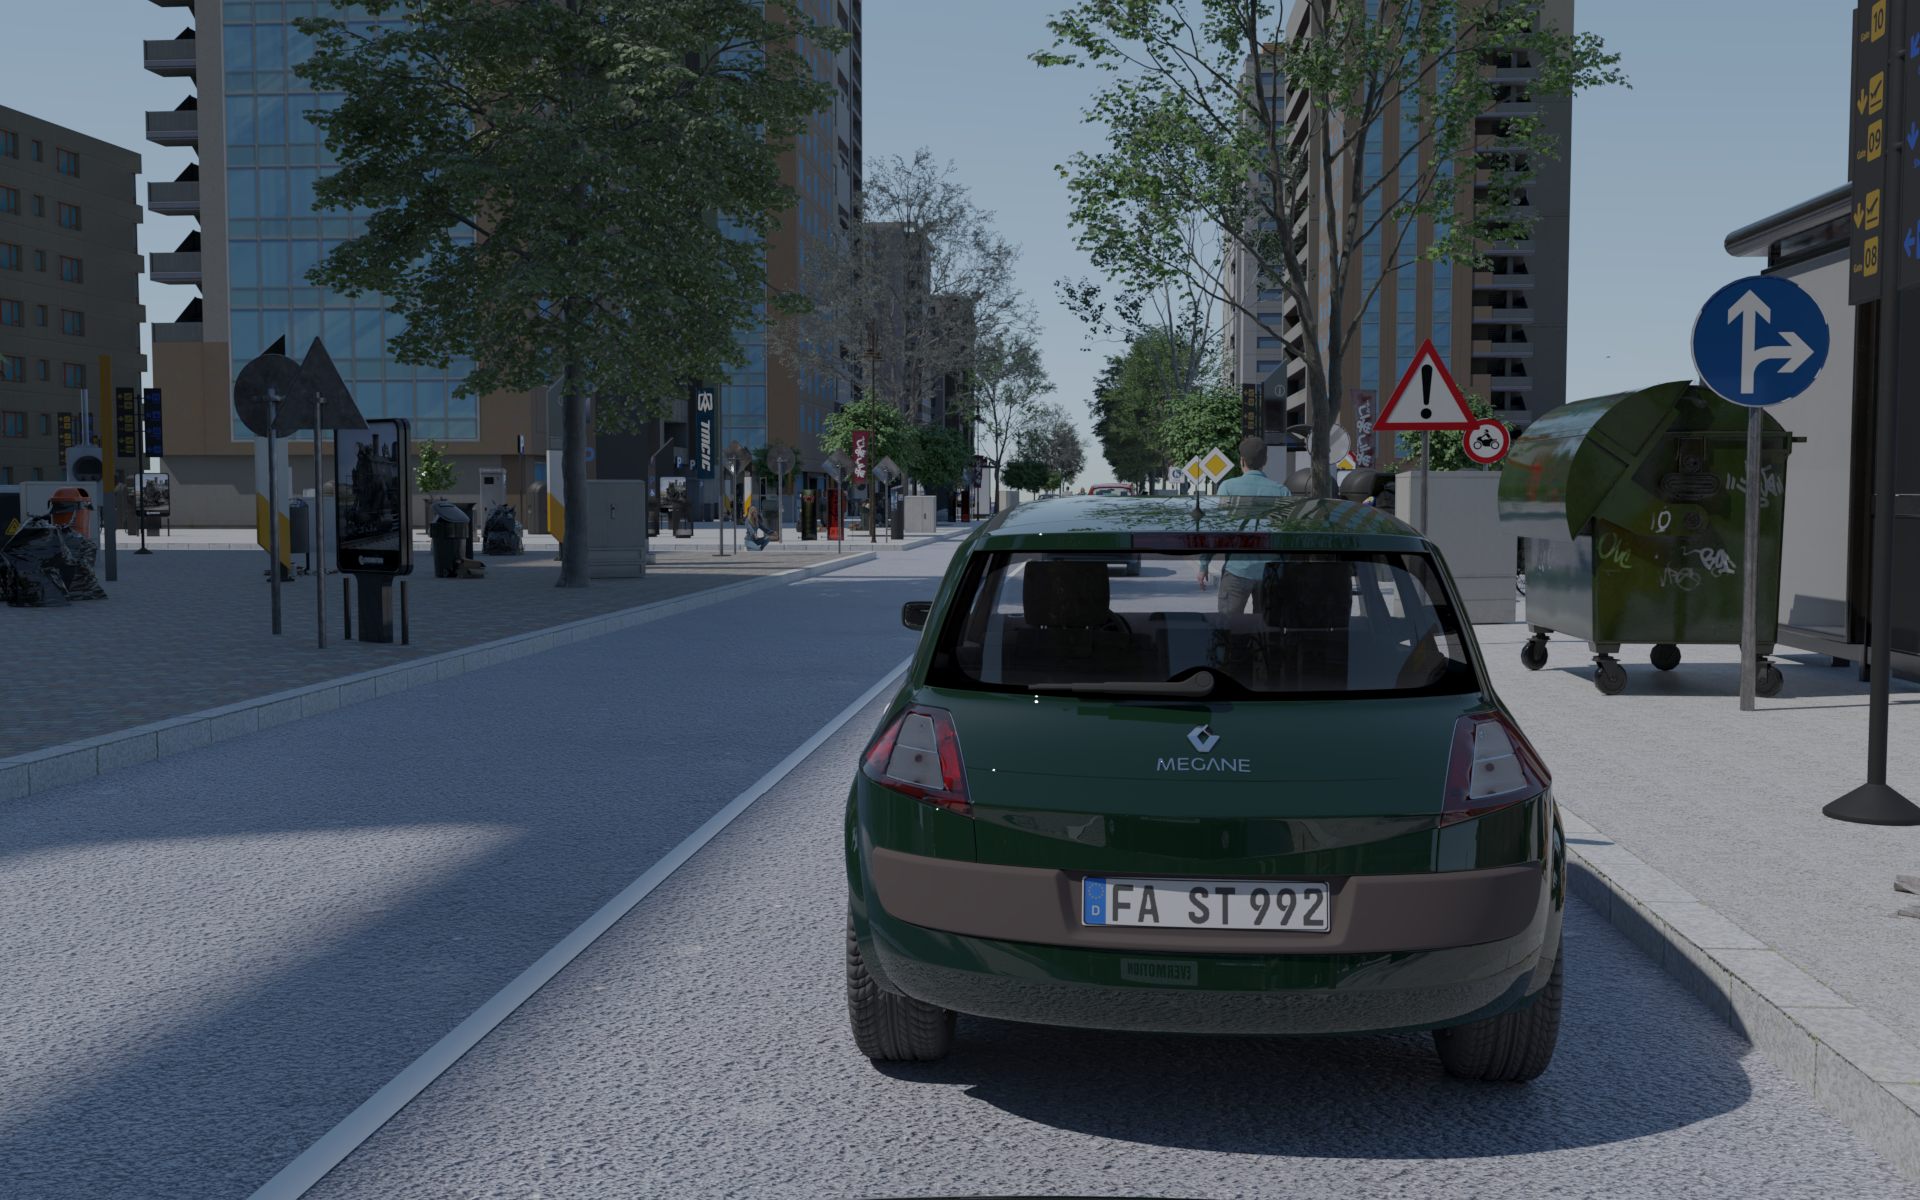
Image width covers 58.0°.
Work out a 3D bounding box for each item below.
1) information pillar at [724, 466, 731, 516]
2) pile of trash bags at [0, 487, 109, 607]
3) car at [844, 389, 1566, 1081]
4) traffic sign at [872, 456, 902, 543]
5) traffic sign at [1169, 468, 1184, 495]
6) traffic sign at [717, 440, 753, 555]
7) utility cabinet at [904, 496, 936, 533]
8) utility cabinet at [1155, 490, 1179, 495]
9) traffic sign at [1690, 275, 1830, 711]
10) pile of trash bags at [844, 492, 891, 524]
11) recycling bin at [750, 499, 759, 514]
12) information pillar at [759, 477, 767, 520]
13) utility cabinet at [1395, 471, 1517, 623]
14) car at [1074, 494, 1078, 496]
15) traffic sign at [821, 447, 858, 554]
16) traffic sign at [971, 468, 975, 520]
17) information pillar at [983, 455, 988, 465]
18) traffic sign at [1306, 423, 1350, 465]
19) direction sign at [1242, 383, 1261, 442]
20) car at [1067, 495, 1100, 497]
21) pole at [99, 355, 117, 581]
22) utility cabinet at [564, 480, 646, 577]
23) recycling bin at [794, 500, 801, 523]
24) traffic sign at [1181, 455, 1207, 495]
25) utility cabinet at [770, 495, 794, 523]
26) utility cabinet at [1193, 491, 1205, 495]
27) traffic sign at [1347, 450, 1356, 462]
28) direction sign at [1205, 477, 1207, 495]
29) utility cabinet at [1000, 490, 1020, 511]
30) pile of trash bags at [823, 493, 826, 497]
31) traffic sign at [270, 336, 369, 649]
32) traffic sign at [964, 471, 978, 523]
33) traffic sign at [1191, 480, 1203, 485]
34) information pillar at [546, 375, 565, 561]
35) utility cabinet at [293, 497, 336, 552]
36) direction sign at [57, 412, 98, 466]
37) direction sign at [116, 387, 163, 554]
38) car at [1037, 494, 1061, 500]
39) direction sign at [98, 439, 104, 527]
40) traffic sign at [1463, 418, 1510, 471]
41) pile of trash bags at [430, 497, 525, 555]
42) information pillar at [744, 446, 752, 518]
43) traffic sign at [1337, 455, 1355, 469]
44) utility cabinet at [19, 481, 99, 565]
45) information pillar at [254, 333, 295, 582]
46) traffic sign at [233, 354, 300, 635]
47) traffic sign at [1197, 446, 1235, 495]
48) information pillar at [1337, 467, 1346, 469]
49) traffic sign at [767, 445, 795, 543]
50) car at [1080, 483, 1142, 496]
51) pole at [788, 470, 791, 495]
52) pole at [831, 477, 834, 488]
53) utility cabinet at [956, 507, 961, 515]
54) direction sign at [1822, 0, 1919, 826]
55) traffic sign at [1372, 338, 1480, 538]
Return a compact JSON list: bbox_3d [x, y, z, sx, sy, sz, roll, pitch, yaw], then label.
[{"bbox_3d":[-13.642,-6.742,101.593,0.183,3.616,0.504,2,4,28],"label":"information pillar"},{"bbox_3d":[-11.296,-0.685,20.955,1.912,1.369,3.447,0,4,-8],"label":"pile of trash bags"},{"bbox_3d":[0.730,0.250,5.697,2.009,1.686,4.222,0,4,6],"label":"car"},{"bbox_3d":[-1.910,-2.537,45.129,0.795,2.450,0.064,0,4,5],"label":"traffic sign"},{"bbox_3d":[8.333,-3.942,66.586,0.606,2.300,0.079,1,4,11],"label":"traffic sign"},{"bbox_3d":[-4.765,-2.170,36.663,0.795,2.450,0.064,1,4,14],"label":"traffic sign"},{"bbox_3d":[-1.317,-2.829,57.408,1.020,1.237,0.306,1,4,13],"label":"utility cabinet"},{"bbox_3d":[10.071,-4.635,84.454,1.173,1.500,0.318,-2,4,-25],"label":"utility cabinet"},{"bbox_3d":[4.665,-0.616,10.186,0.768,2.556,0.104,1,4,8],"label":"traffic sign"},{"bbox_3d":[-3.771,-3.994,75.047,3.447,1.369,1.912,1,4,9],"label":"pile of trash bags"},{"bbox_3d":[-9.354,-4.185,80.981,0.722,1.027,0.722,1,4,10],"label":"recycling bin"},{"bbox_3d":[-8.635,-4.362,75.805,0.304,2.012,0.304,-1,4,-16],"label":"information pillar"},{"bbox_3d":[4.864,-0.509,17.009,1.173,1.500,0.318,-1,4,-15],"label":"utility cabinet"},{"bbox_3d":[14.755,-12.378,214.379,2.014,1.417,4.499,0,4,4],"label":"car"},{"bbox_3d":[-2.585,-2.051,37.173,0.795,2.450,0.064,0,4,5],"label":"traffic sign"},{"bbox_3d":[0.589,-5.258,86.081,0.768,2.556,0.104,0,4,5],"label":"traffic sign"},{"bbox_3d":[1.446,-6.936,104.762,0.504,3.616,0.183,0,4,8],"label":"information pillar"},{"bbox_3d":[6.507,-1.869,30.671,0.768,2.556,0.104,0,4,7],"label":"traffic sign"},{"bbox_3d":[6.127,-2.671,35.674,0.876,3.537,0.379,-2,4,-34],"label":"direction sign"},{"bbox_3d":[2.458,-1.213,31.835,2.014,1.417,4.499,0,4,6],"label":"car"},{"bbox_3d":[-12.556,-1.938,25.526,0.158,3.312,0.155,0,3,0],"label":"pole"},{"bbox_3d":[-5.418,-1.087,26.452,1.173,1.500,0.318,-1,4,-23],"label":"utility cabinet"},{"bbox_3d":[-7.377,-4.016,78.216,0.722,1.027,0.722,3,4,36],"label":"recycling bin"},{"bbox_3d":[6.054,-2.495,44.436,0.795,2.450,0.064,0,4,5],"label":"traffic sign"},{"bbox_3d":[-7.955,-4.056,77.478,1.020,1.237,0.306,1,4,13],"label":"utility cabinet"},{"bbox_3d":[16.150,-6.615,116.827,0.318,1.500,1.173,3,4,38],"label":"utility cabinet"},{"bbox_3d":[10.835,-2.990,48.991,0.768,2.556,0.104,1,4,9],"label":"traffic sign"},{"bbox_3d":[14.116,-6.395,96.560,0.379,3.537,0.876,-3,5,-40],"label":"direction sign"},{"bbox_3d":[3.297,-6.314,111.912,1.173,1.500,0.318,-2,4,-35],"label":"utility cabinet"},{"bbox_3d":[-7.087,-5.448,98.825,1.912,1.369,3.447,1,4,10],"label":"pile of trash bags"},{"bbox_3d":[-5.298,-0.875,14.315,0.884,2.594,0.081,1,4,10],"label":"traffic sign"},{"bbox_3d":[0.439,-4.643,77.101,0.795,2.450,0.064,0,4,7],"label":"traffic sign"},{"bbox_3d":[13.060,-5.845,95.679,0.768,2.556,0.104,0,4,8],"label":"traffic sign"},{"bbox_3d":[-7.662,-2.554,33.115,0.183,3.616,0.504,3,5,42],"label":"information pillar"},{"bbox_3d":[-14.339,-1.685,38.708,1.020,1.237,0.306,-3,5,-40],"label":"utility cabinet"},{"bbox_3d":[-24.493,-3.428,48.045,0.876,3.537,0.379,-1,4,-21],"label":"direction sign"},{"bbox_3d":[-17.466,-2.748,36.934,0.876,3.537,0.379,-1,4,-22],"label":"direction sign"},{"bbox_3d":[5.189,-5.364,99.493,2.131,1.459,4.920,0,4,4],"label":"car"},{"bbox_3d":[-33.147,-4.574,66.790,0.379,3.537,0.876,1,4,18],"label":"direction sign"},{"bbox_3d":[8.837,-1.776,29.149,0.768,2.556,0.104,1,4,11],"label":"traffic sign"},{"bbox_3d":[-10.927,-1.650,36.729,3.447,1.369,1.912,0,4,-5],"label":"pile of trash bags"},{"bbox_3d":[-10.253,-5.654,83.793,0.183,3.616,0.504,-3,5,-44],"label":"information pillar"},{"bbox_3d":[10.786,-2.899,48.579,0.795,2.450,0.064,1,4,10],"label":"traffic sign"},{"bbox_3d":[-15.803,-1.328,30.393,0.318,1.500,1.173,3,5,42],"label":"utility cabinet"},{"bbox_3d":[-9.990,-2.068,25.168,0.183,3.616,0.504,3,4,39],"label":"information pillar"},{"bbox_3d":[-6.255,-0.958,15.777,0.768,2.556,0.104,0,4,7],"label":"traffic sign"},{"bbox_3d":[5.379,-2.008,36.479,0.795,2.450,0.064,0,4,5],"label":"traffic sign"},{"bbox_3d":[10.263,-2.603,47.055,0.304,2.012,0.304,2,4,33],"label":"information pillar"},{"bbox_3d":[-4.661,-2.742,44.933,0.768,2.556,0.104,1,4,15],"label":"traffic sign"},{"bbox_3d":[5.384,-3.237,61.599,2.281,1.827,5.304,0,4,4],"label":"car"},{"bbox_3d":[-9.201,-6.095,93.499,0.158,3.312,0.155,0,3,0],"label":"pole"},{"bbox_3d":[-6.650,-5.897,90.255,0.158,3.312,0.155,0,3,0],"label":"pole"},{"bbox_3d":[0.339,-5.991,109.115,1.020,1.237,0.306,2,4,33],"label":"utility cabinet"},{"bbox_3d":[3.631,-0.903,6.761,0.379,3.537,0.876,1,4,9],"label":"direction sign"},{"bbox_3d":[3.907,-0.891,14.574,0.884,2.594,0.081,0,4,6],"label":"traffic sign"}]
